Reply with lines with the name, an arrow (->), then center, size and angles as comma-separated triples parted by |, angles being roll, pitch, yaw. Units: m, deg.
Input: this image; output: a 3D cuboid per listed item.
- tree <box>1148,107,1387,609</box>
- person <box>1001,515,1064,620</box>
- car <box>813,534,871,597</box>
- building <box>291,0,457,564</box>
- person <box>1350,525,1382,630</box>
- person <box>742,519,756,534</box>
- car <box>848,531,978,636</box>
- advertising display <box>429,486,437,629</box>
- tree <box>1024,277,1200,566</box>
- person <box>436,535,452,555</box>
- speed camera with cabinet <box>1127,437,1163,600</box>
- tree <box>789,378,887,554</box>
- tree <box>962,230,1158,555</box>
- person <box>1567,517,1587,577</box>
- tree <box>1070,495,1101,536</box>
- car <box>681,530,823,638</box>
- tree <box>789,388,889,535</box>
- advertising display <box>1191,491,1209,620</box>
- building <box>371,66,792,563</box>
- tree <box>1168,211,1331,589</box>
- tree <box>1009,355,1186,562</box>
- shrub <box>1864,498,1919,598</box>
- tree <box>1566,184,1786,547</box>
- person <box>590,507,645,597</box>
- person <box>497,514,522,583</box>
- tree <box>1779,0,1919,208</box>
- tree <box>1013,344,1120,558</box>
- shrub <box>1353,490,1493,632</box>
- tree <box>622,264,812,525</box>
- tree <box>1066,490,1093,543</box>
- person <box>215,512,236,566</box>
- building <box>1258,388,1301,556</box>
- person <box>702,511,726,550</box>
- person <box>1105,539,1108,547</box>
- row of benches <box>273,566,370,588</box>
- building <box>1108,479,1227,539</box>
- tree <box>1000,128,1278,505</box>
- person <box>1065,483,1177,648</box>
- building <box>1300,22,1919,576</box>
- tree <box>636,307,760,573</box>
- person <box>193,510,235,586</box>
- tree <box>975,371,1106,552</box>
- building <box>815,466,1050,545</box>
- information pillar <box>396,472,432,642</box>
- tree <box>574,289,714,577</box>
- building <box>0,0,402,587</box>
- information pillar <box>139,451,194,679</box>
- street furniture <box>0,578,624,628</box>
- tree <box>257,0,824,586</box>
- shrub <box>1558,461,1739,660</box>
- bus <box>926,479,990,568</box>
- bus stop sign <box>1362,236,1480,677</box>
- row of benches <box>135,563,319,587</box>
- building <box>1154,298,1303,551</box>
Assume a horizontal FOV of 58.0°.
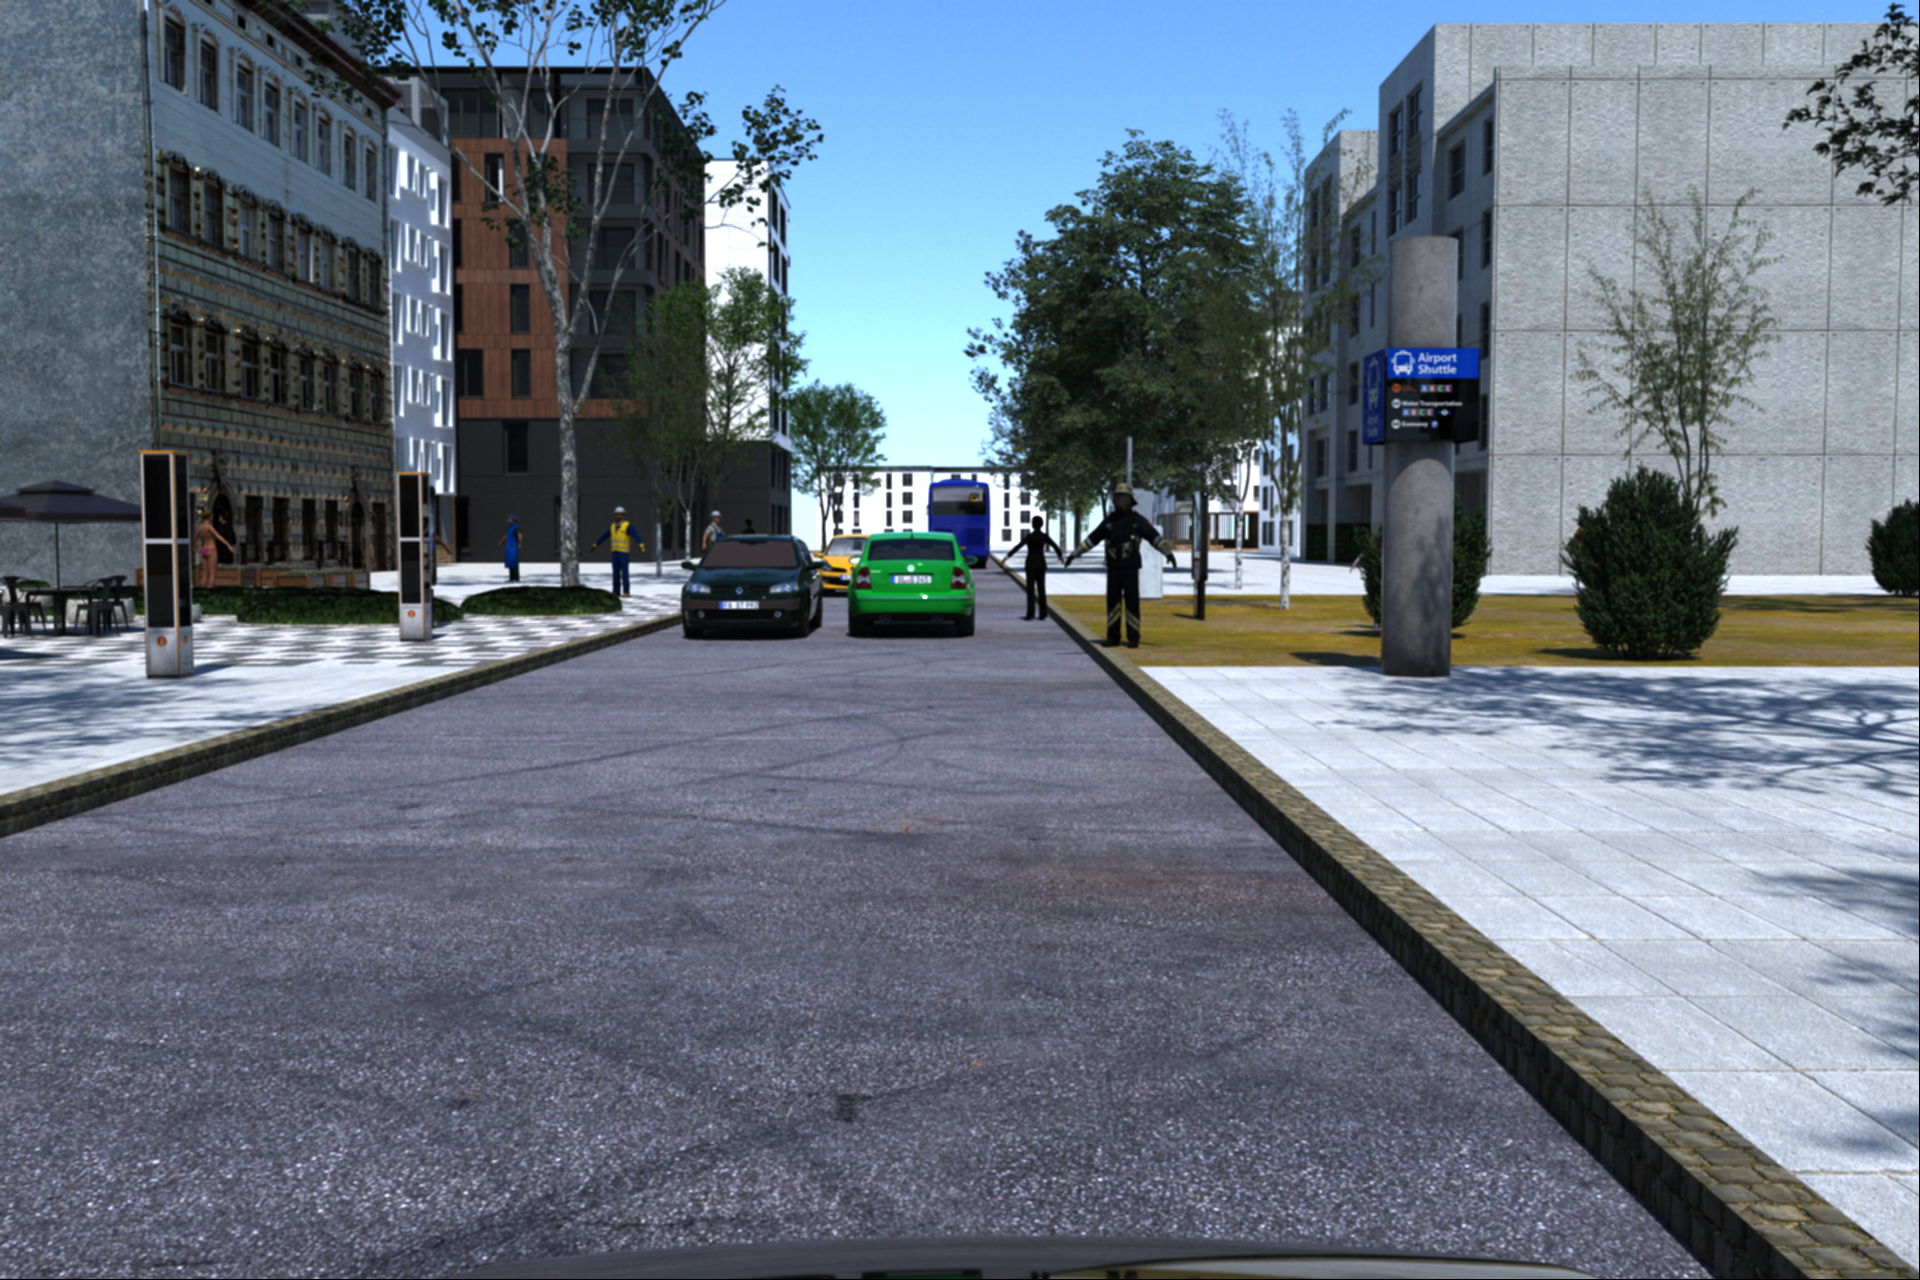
tree -> 5.773, -4.830, 29.331 | 4.360, 8.622, 3.978 | 0, 3, 0
person -> 1.226, -1.201, 28.809 | 1.216, 1.740, 0.721 | -2, 4, -29
car -> -2.417, -1.875, 40.885 | 2.015, 1.641, 3.980 | 0, 3, 0
building -> -27.021, -12.600, 62.424 | 16.016, 20.090, 11.380 | 0, 4, 0
person -> 5.717, -0.855, 23.239 | 0.991, 1.433, 0.599 | 0, 4, -1
person -> -6.566, -2.834, 53.050 | 0.721, 1.740, 1.216 | 2, 4, 29
car -> -0.700, -1.036, 25.732 | 1.959, 1.807, 4.718 | 0, 4, -1
advertising display -> -7.143, -1.083, 22.923 | 0.123, 1.923, 0.974 | 0, 4, 1
tree -> 6.326, -8.820, 69.967 | 9.928, 11.665, 9.643 | 0, 3, 0
person -> -9.492, -1.507, 30.788 | 0.704, 1.843, 1.345 | 1, 4, 15
speed camera with cabinet -> 3.659, -2.469, 34.709 | 0.660, 3.252, 2.038 | 0, 4, -1
tree -> -8.845, -11.512, 113.979 | 9.928, 11.665, 9.643 | 0, 3, 0
tree -> 6.037, -15.388, 107.483 | 12.611, 20.169, 13.585 | 0, 3, 0
person -> 18.634, -2.822, 51.916 | 1.354, 1.858, 0.705 | -3, 5, -42
tree -> 15.549, -16.148, 214.375 | 4.737, 8.622, 4.395 | 0, 3, 0
car -> -2.969, -0.944, 25.215 | 2.009, 1.686, 4.222 | 0, 4, 0
tree -> -8.830, -12.079, 123.249 | 9.928, 11.665, 9.643 | 0, 3, 0
advertising display -> 3.615, -1.279, 26.120 | 0.123, 1.923, 0.974 | 0, 4, 1
building -> -24.352, -15.189, 92.308 | 27.936, 21.610, 32.646 | 0, 4, -1
tree -> 6.421, -5.482, 39.988 | 4.360, 8.622, 3.978 | 0, 3, 0
tree -> 6.769, -8.925, 80.335 | 8.767, 10.594, 7.601 | -1, 4, -21
shrub -> 19.242, -1.876, 35.084 | 1.690, 2.028, 1.600 | 0, 3, 0
tree -> 15.437, -5.227, 35.824 | 4.360, 8.622, 3.978 | 0, 3, 0
person -> -6.913, -1.786, 35.163 | 1.349, 1.833, 0.705 | 2, 4, 26
person -> -11.776, -2.408, 45.502 | 0.704, 1.817, 1.347 | -3, 4, -39
tree -> 6.602, -4.477, 7.608 | 8.767, 10.594, 7.601 | 2, 4, 35
tree -> 6.498, -10.582, 91.145 | 7.486, 12.596, 7.792 | 0, 3, 0
shrub -> 5.756, -1.069, 21.517 | 1.661, 2.075, 1.752 | 0, 3, 0
tree -> -9.267, -8.596, 66.296 | 9.928, 11.665, 9.643 | 0, 3, 0
tree -> 14.418, -15.777, 208.308 | 4.737, 8.622, 4.395 | 0, 3, 0
person -> -17.798, -2.184, 41.896 | 0.705, 1.806, 1.347 | 0, 4, 3
building -> 23.821, -9.599, 99.093 | 9.099, 9.664, 28.070 | 0, 4, 0
person -> -5.945, -2.231, 42.339 | 0.705, 1.847, 1.347 | 2, 4, 26
person -> 4.755, -2.861, 52.970 | 0.705, 1.806, 1.347 | -2, 4, -27
row of benches -> -11.752, -1.009, 31.960 | 1.422, 0.672, 4.104 | 0, 4, -4
building -> 20.811, -14.377, 177.203 | 9.099, 9.664, 28.070 | 0, 3, 0
tree -> 5.962, -9.155, 56.346 | 9.857, 13.997, 8.962 | 0, 3, 0
person -> 1.838, -0.846, 19.609 | 1.354, 1.856, 0.705 | 2, 4, 28
building -> 24.888, -12.372, 68.735 | 16.747, 18.905, 31.486 | 0, 4, 1
tree -> -9.092, -6.503, 56.682 | 4.360, 8.622, 3.978 | 0, 3, 0
person -> -14.358, -1.620, 33.283 | 1.217, 1.733, 0.721 | 2, 4, 32
tree -> 6.201, -13.026, 123.348 | 12.009, 13.543, 11.850 | 0, 3, 0
building -> -3.083, -16.431, 213.246 | 28.070, 9.664, 9.099 | 0, 4, 7
information pillar -> -6.512, -0.990, 20.671 | 0.304, 2.012, 0.304 | 0, 4, 1
tree -> -8.748, -6.180, 51.405 | 4.360, 8.622, 3.978 | 0, 3, 0
building -> -28.799, -13.431, 50.523 | 19.493, 23.208, 18.063 | 0, 4, 0
information pillar -> -7.048, -0.667, 15.397 | 0.304, 2.012, 0.304 | 0, 4, 0
street furniture -> -10.529, -0.677, 26.694 | 10.072, 0.657, 5.734 | 0, 4, 3
tree -> -8.593, -11.124, 37.772 | 12.611, 20.169, 13.585 | 0, 3, 0
shrub -> 7.050, -0.816, 17.764 | 1.690, 2.028, 1.600 | 0, 3, 0
bus -> -0.110, -5.187, 76.357 | 2.896, 3.916, 12.251 | 0, 4, -1
bus stop sign -> 4.155, -1.631, 15.684 | 0.837, 3.901, 0.837 | 0, 4, 0
row of benches -> -15.426, -1.295, 36.633 | 4.104, 0.672, 1.422 | 1, 4, 12
building -> 21.659, -17.712, 146.015 | 16.016, 20.090, 11.380 | 0, 4, 1
